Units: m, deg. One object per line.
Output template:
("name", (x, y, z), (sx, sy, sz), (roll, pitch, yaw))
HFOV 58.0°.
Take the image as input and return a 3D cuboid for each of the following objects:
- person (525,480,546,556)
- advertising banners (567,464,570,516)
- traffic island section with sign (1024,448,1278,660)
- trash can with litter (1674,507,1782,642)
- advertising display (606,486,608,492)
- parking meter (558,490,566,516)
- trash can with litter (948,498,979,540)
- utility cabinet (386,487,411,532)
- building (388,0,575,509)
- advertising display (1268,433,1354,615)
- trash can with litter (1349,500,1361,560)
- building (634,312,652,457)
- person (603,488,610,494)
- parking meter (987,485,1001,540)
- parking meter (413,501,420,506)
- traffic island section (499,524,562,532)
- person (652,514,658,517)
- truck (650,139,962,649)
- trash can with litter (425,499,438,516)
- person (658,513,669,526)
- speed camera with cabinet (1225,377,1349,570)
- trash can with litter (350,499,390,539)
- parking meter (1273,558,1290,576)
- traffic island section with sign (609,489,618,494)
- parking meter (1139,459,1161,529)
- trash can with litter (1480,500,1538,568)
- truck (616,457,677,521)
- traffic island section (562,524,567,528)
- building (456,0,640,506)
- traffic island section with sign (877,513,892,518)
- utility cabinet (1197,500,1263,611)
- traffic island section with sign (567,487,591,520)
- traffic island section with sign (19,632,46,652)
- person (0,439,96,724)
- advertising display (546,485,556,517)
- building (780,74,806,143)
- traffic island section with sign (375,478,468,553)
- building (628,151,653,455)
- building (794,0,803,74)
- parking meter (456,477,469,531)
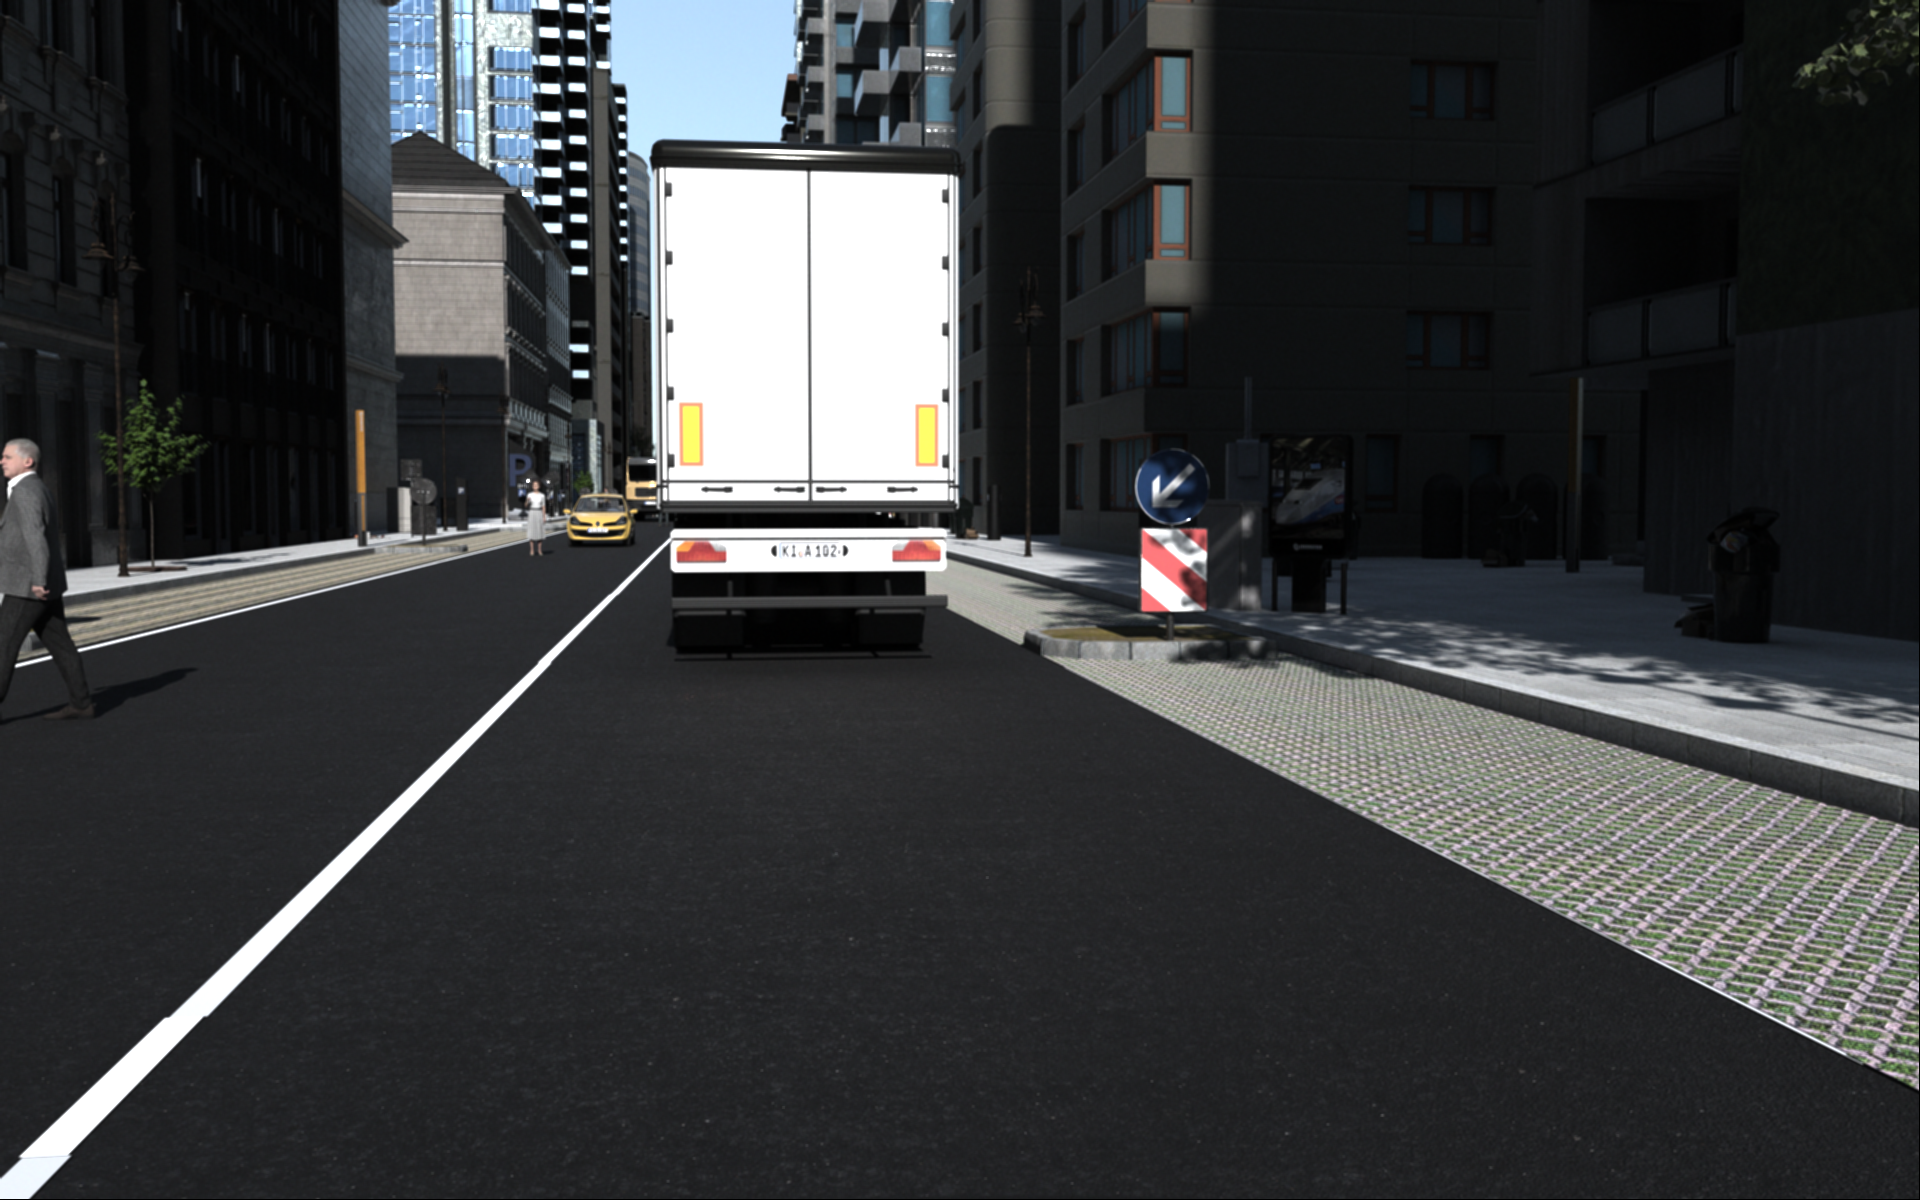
("person", (-9.874, -1.911, 40.313), (0.480, 1.755, 0.524), (-1, 4, -23))
("advertising banners", (-23.363, -6.551, 103.290), (0.090, 3.025, 2.074), (-1, 4, -10))
("traffic island section with sign", (1.638, -0.440, 15.815), (1.989, 1.847, 2.006), (0, 4, -8))
("trash can with litter", (6.706, -0.237, 15.269), (0.624, 1.170, 1.055), (-1, 4, -13))
("advertising display", (-29.728, -8.607, 145.935), (0.123, 1.923, 0.974), (-1, 4, -11))
("parking meter", (-26.583, -6.579, 115.978), (0.372, 1.533, 0.369), (0, 3, 0))
("trash can with litter", (0.245, -2.315, 49.236), (0.624, 1.170, 1.055), (-2, 4, -26))
("utility cabinet", (-18.566, -2.979, 57.377), (0.318, 1.500, 1.173), (-3, 5, -45))
("building", (-44.529, -51.875, 160.827), (22.319, 86.520, 31.000), (0, 4, -8))
("advertising display", (3.776, -0.825, 18.697), (0.974, 1.923, 0.123), (3, 5, 42))
("trash can with litter", (7.290, -1.374, 33.845), (1.055, 1.170, 0.624), (2, 4, 33))
("building", (-55.266, -30.424, 269.138), (14.160, 30.474, 14.107), (0, 4, -8))
("person", (-23.159, -6.406, 113.148), (0.836, 1.842, 0.656), (3, 4, 38))
("parking meter", (0.949, -2.429, 48.122), (0.372, 1.533, 0.369), (0, 3, 0))
("parking meter", (-19.204, -3.224, 61.125), (0.372, 1.533, 0.369), (0, 3, 0))
("traffic island section", (-16.661, -2.741, 67.097), (2.009, 0.180, 2.903), (0, 4, -8))
("person", (-19.093, -5.765, 107.780), (0.505, 1.210, 0.382), (-2, 4, -30))
("truck", (-1.971, -1.866, 19.422), (2.839, 4.237, 11.283), (0, 4, -8))
("trash can with litter", (-22.991, -3.855, 74.413), (1.055, 1.170, 0.624), (-1, 4, -18))
("person", (-13.178, -4.182, 77.053), (0.661, 1.801, 0.590), (-2, 4, -27))
("speed camera with cabinet", (5.575, -2.151, 29.509), (2.038, 3.252, 0.660), (0, 4, 4))
("trash can with litter", (-17.322, -2.417, 50.568), (1.678, 1.210, 2.233), (0, 4, -6))
("parking meter", (5.090, -1.143, 27.101), (0.372, 1.533, 0.369), (0, 3, 0))
("traffic island section with sign", (-24.598, -7.010, 123.246), (1.989, 1.847, 2.006), (0, 4, -8))
("parking meter", (3.156, -1.408, 28.733), (0.255, 1.863, 0.399), (2, 4, 32))
("trash can with litter", (9.655, -1.169, 30.500), (1.055, 1.170, 0.624), (-3, 5, -44))
("truck", (-16.530, -5.951, 93.219), (3.469, 3.379, 9.791), (0, 4, -8))
("traffic island section", (-17.776, -3.225, 75.004), (2.009, 0.180, 2.903), (0, 4, -8))
("building", (-56.659, -56.992, 244.498), (22.319, 86.520, 31.000), (0, 4, -8))
("traffic island section with sign", (-2.202, -2.105, 43.045), (1.989, 1.847, 2.006), (0, 4, -8))
("utility cabinet", (3.026, -0.508, 19.470), (0.306, 1.237, 1.020), (-1, 4, -20))
("traffic island section with sign", (-20.792, -5.363, 96.311), (1.989, 1.847, 2.006), (0, 4, -8))
("traffic island section with sign", (-9.454, -0.446, 15.913), (1.989, 1.847, 2.006), (0, 4, -8))
("person", (-5.888, -0.117, 10.815), (0.834, 1.777, 0.661), (-2, 4, -29))
("advertising display", (-22.673, -5.553, 96.013), (0.123, 1.923, 0.974), (-3, 4, -37))
("building", (-7.347, -32.201, 181.111), (22.147, 44.769, 28.867), (0, 4, -8))
("traffic island section with sign", (-13.221, -2.080, 42.637), (1.989, 1.847, 2.006), (0, 4, -8))
("building", (-62.733, -45.724, 289.577), (21.231, 58.520, 28.212), (0, 4, -8))
("building", (-11.092, -54.894, 210.181), (22.319, 86.520, 31.000), (0, 4, -8))
("parking meter", (-17.289, -3.331, 60.179), (0.399, 1.863, 0.255), (0, 4, -6))
